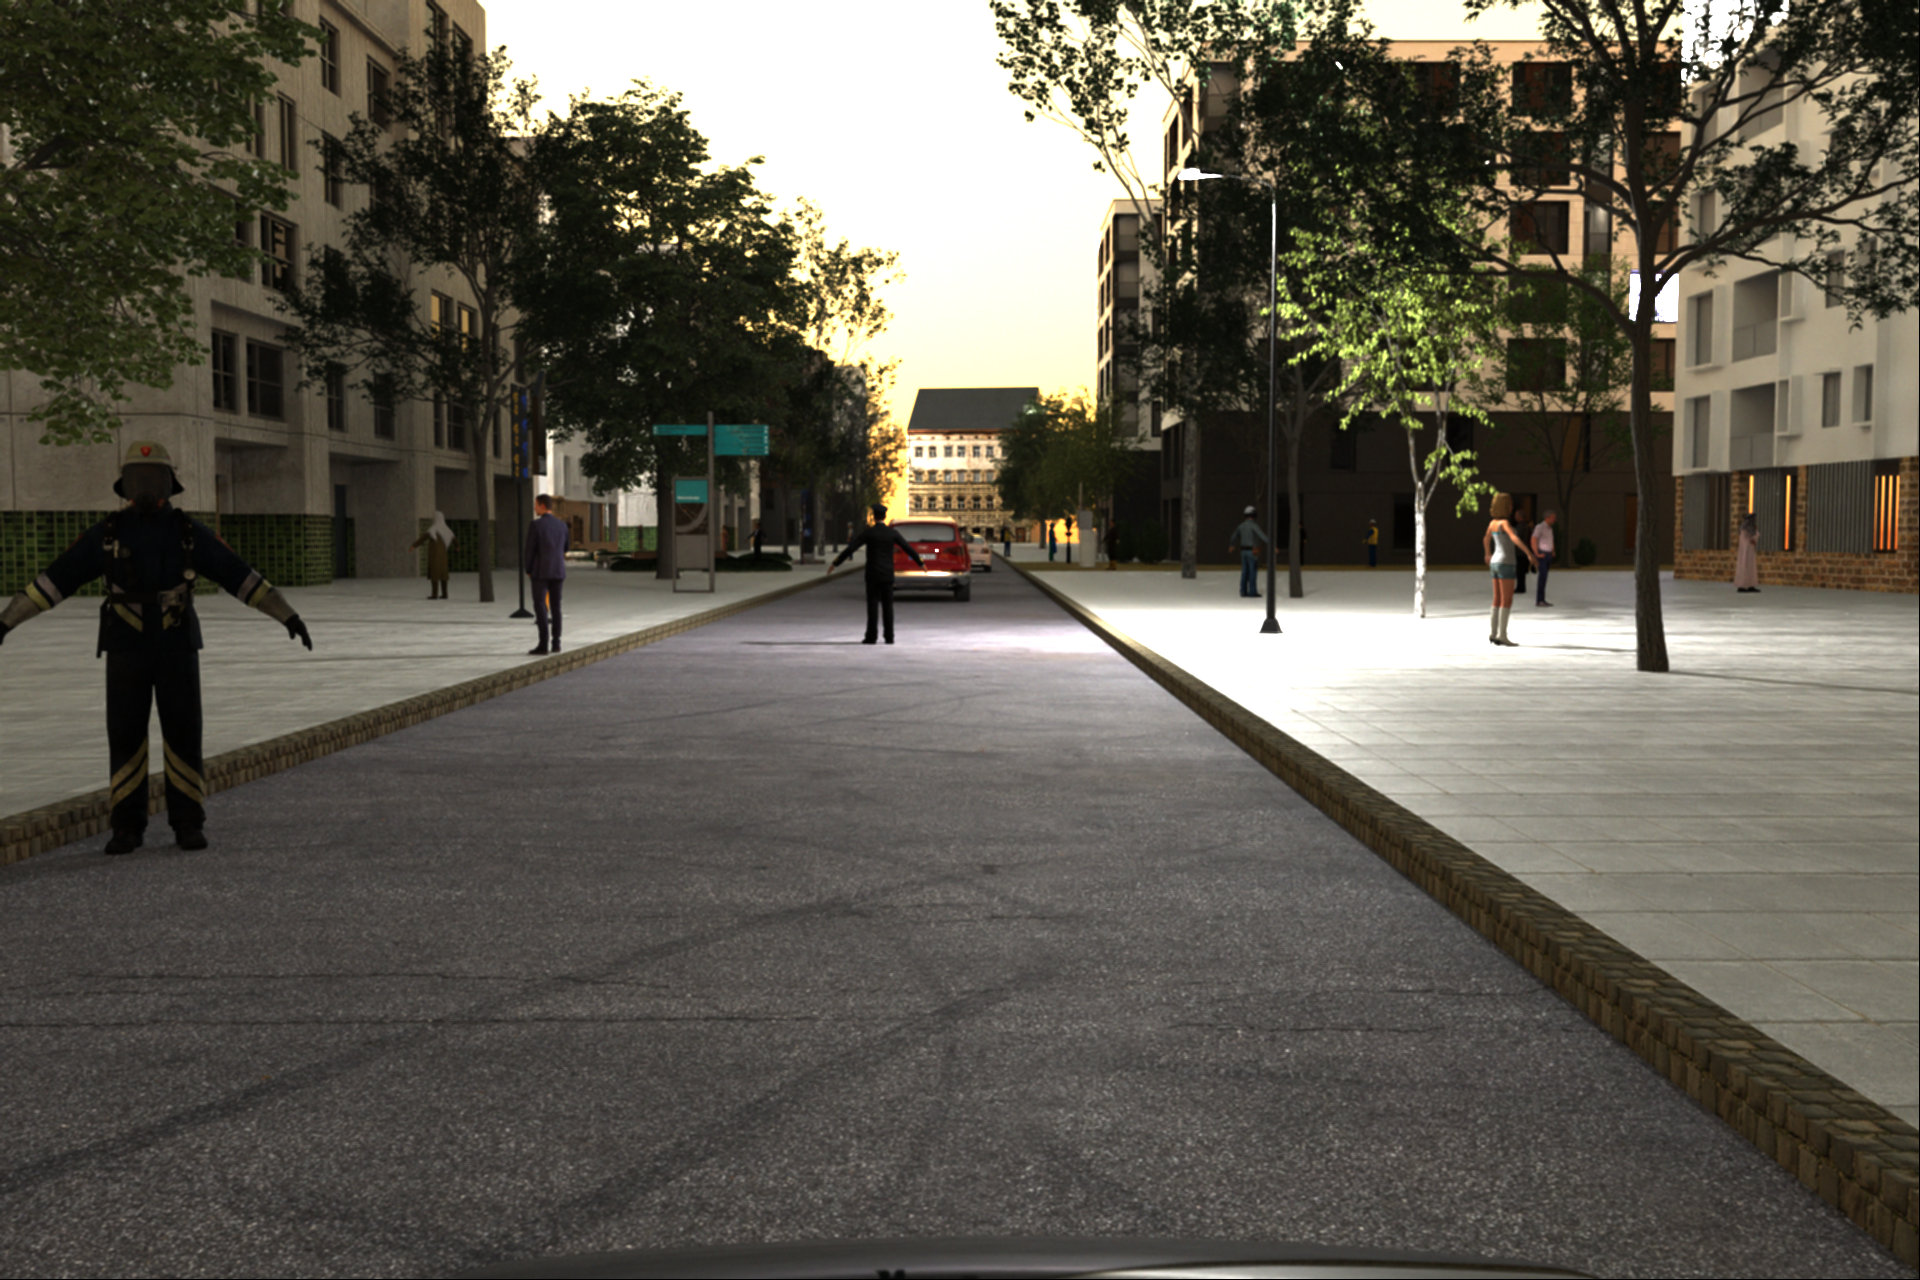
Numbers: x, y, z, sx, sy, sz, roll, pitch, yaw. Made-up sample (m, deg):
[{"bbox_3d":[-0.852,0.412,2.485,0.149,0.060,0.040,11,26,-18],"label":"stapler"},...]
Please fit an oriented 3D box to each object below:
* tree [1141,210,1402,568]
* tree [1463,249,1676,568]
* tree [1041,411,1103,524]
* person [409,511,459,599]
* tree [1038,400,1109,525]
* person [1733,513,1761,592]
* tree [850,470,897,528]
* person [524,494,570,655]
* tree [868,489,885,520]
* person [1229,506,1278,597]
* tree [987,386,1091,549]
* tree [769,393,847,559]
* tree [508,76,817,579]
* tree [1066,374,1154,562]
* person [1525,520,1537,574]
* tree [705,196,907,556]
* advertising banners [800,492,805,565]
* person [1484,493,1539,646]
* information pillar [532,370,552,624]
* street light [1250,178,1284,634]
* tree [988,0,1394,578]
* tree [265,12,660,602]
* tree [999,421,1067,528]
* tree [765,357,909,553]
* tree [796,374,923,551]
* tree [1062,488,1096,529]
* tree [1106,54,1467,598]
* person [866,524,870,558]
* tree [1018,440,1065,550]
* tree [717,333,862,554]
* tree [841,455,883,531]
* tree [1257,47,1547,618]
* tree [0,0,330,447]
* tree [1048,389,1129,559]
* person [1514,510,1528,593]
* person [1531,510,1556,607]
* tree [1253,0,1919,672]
[{"bbox_3d":[11.461,-9.496,65.627,12.009,13.543,11.850,0,3,0],"label":"tree"},{"bbox_3d":[22.657,-8.498,64.698,9.928,11.665,9.643,0,3,0],"label":"tree"},{"bbox_3d":[7.060,-9.317,102.697,4.737,8.622,4.395,0,3,0],"label":"tree"},{"bbox_3d":[-10.391,-1.684,34.311,0.721,1.736,1.217,2,4,33],"label":"person"},{"bbox_3d":[6.506,-8.768,93.714,4.737,8.622,4.395,0,3,0],"label":"tree"},{"bbox_3d":[17.374,-1.922,38.133,0.621,1.740,0.551,1,4,10],"label":"person"},{"bbox_3d":[-7.666,-12.276,151.068,4.737,8.622,4.395,0,3,0],"label":"tree"},{"bbox_3d":[-4.432,-0.712,18.610,0.541,1.710,0.530,-3,4,-36],"label":"person"},{"bbox_3d":[-14.361,-19.663,255.894,7.601,10.594,8.767,0,4,-2],"label":"tree"},{"bbox_3d":[5.924,-1.801,35.278,0.704,1.849,1.345,-2,4,-35],"label":"person"},{"bbox_3d":[7.094,-14.883,149.985,9.857,13.997,8.962,0,3,0],"label":"tree"},{"bbox_3d":[-7.870,-8.432,88.222,4.737,8.622,4.395,0,3,0],"label":"tree"},{"bbox_3d":[-8.331,-8.709,49.049,9.857,13.997,8.962,0,3,0],"label":"tree"},{"bbox_3d":[6.818,-7.985,80.918,4.737,8.622,4.395,0,3,0],"label":"tree"},{"bbox_3d":[18.476,-3.005,55.934,1.215,1.729,0.721,-1,4,-13],"label":"person"},{"bbox_3d":[-9.176,-14.937,100.117,12.611,20.169,13.585,0,3,0],"label":"tree"},{"bbox_3d":[-6.505,-4.620,71.730,0.090,3.025,2.074,0,4,-1],"label":"advertising banners"},{"bbox_3d":[6.311,-0.813,19.899,0.721,1.753,1.214,0,4,-8],"label":"person"},{"bbox_3d":[-5.955,-2.033,24.592,0.183,3.616,0.504,0,3,0],"label":"information pillar"},{"bbox_3d":[4.547,-3.033,22.133,1.470,5.913,1.316,0,3,0],"label":"street light"},{"bbox_3d":[8.083,-11.829,49.291,12.611,20.169,13.585,0,3,0],"label":"tree"},{"bbox_3d":[-9.184,-5.979,32.163,8.767,10.594,7.601,3,5,42],"label":"tree"},{"bbox_3d":[7.458,-14.939,162.385,7.486,12.596,7.792,0,3,0],"label":"tree"},{"bbox_3d":[-8.467,-12.772,119.188,12.009,13.543,11.850,0,3,0],"label":"tree"},{"bbox_3d":[-7.872,-13.589,132.554,12.009,13.543,11.850,0,3,0],"label":"tree"},{"bbox_3d":[18.176,-20.447,252.439,7.486,12.596,7.792,0,3,0],"label":"tree"},{"bbox_3d":[6.456,-6.128,34.613,7.601,10.594,8.767,-1,4,-14],"label":"tree"},{"bbox_3d":[-4.849,-5.245,91.974,0.704,1.802,1.346,0,4,7],"label":"person"},{"bbox_3d":[6.738,-11.377,136.382,4.737,8.622,4.395,0,3,0],"label":"tree"},{"bbox_3d":[-8.362,-8.931,80.433,8.767,10.594,7.601,2,4,34],"label":"tree"},{"bbox_3d":[-8.414,-12.870,160.794,4.360,8.622,3.978,0,3,0],"label":"tree"},{"bbox_3d":[6.833,-4.625,25.974,4.737,8.622,4.395,0,3,0],"label":"tree"},{"bbox_3d":[-9.502,-5.912,14.795,7.486,12.596,7.792,0,3,0],"label":"tree"},{"bbox_3d":[6.710,-8.368,87.179,4.737,8.622,4.395,0,3,0],"label":"tree"},{"bbox_3d":[12.132,-1.922,37.600,0.705,1.807,1.348,2,4,28],"label":"person"},{"bbox_3d":[10.453,-1.460,30.846,0.756,1.711,0.436,-3,4,-37],"label":"person"},{"bbox_3d":[6.181,-4.994,16.058,7.601,10.594,8.767,1,4,18],"label":"tree"}]
